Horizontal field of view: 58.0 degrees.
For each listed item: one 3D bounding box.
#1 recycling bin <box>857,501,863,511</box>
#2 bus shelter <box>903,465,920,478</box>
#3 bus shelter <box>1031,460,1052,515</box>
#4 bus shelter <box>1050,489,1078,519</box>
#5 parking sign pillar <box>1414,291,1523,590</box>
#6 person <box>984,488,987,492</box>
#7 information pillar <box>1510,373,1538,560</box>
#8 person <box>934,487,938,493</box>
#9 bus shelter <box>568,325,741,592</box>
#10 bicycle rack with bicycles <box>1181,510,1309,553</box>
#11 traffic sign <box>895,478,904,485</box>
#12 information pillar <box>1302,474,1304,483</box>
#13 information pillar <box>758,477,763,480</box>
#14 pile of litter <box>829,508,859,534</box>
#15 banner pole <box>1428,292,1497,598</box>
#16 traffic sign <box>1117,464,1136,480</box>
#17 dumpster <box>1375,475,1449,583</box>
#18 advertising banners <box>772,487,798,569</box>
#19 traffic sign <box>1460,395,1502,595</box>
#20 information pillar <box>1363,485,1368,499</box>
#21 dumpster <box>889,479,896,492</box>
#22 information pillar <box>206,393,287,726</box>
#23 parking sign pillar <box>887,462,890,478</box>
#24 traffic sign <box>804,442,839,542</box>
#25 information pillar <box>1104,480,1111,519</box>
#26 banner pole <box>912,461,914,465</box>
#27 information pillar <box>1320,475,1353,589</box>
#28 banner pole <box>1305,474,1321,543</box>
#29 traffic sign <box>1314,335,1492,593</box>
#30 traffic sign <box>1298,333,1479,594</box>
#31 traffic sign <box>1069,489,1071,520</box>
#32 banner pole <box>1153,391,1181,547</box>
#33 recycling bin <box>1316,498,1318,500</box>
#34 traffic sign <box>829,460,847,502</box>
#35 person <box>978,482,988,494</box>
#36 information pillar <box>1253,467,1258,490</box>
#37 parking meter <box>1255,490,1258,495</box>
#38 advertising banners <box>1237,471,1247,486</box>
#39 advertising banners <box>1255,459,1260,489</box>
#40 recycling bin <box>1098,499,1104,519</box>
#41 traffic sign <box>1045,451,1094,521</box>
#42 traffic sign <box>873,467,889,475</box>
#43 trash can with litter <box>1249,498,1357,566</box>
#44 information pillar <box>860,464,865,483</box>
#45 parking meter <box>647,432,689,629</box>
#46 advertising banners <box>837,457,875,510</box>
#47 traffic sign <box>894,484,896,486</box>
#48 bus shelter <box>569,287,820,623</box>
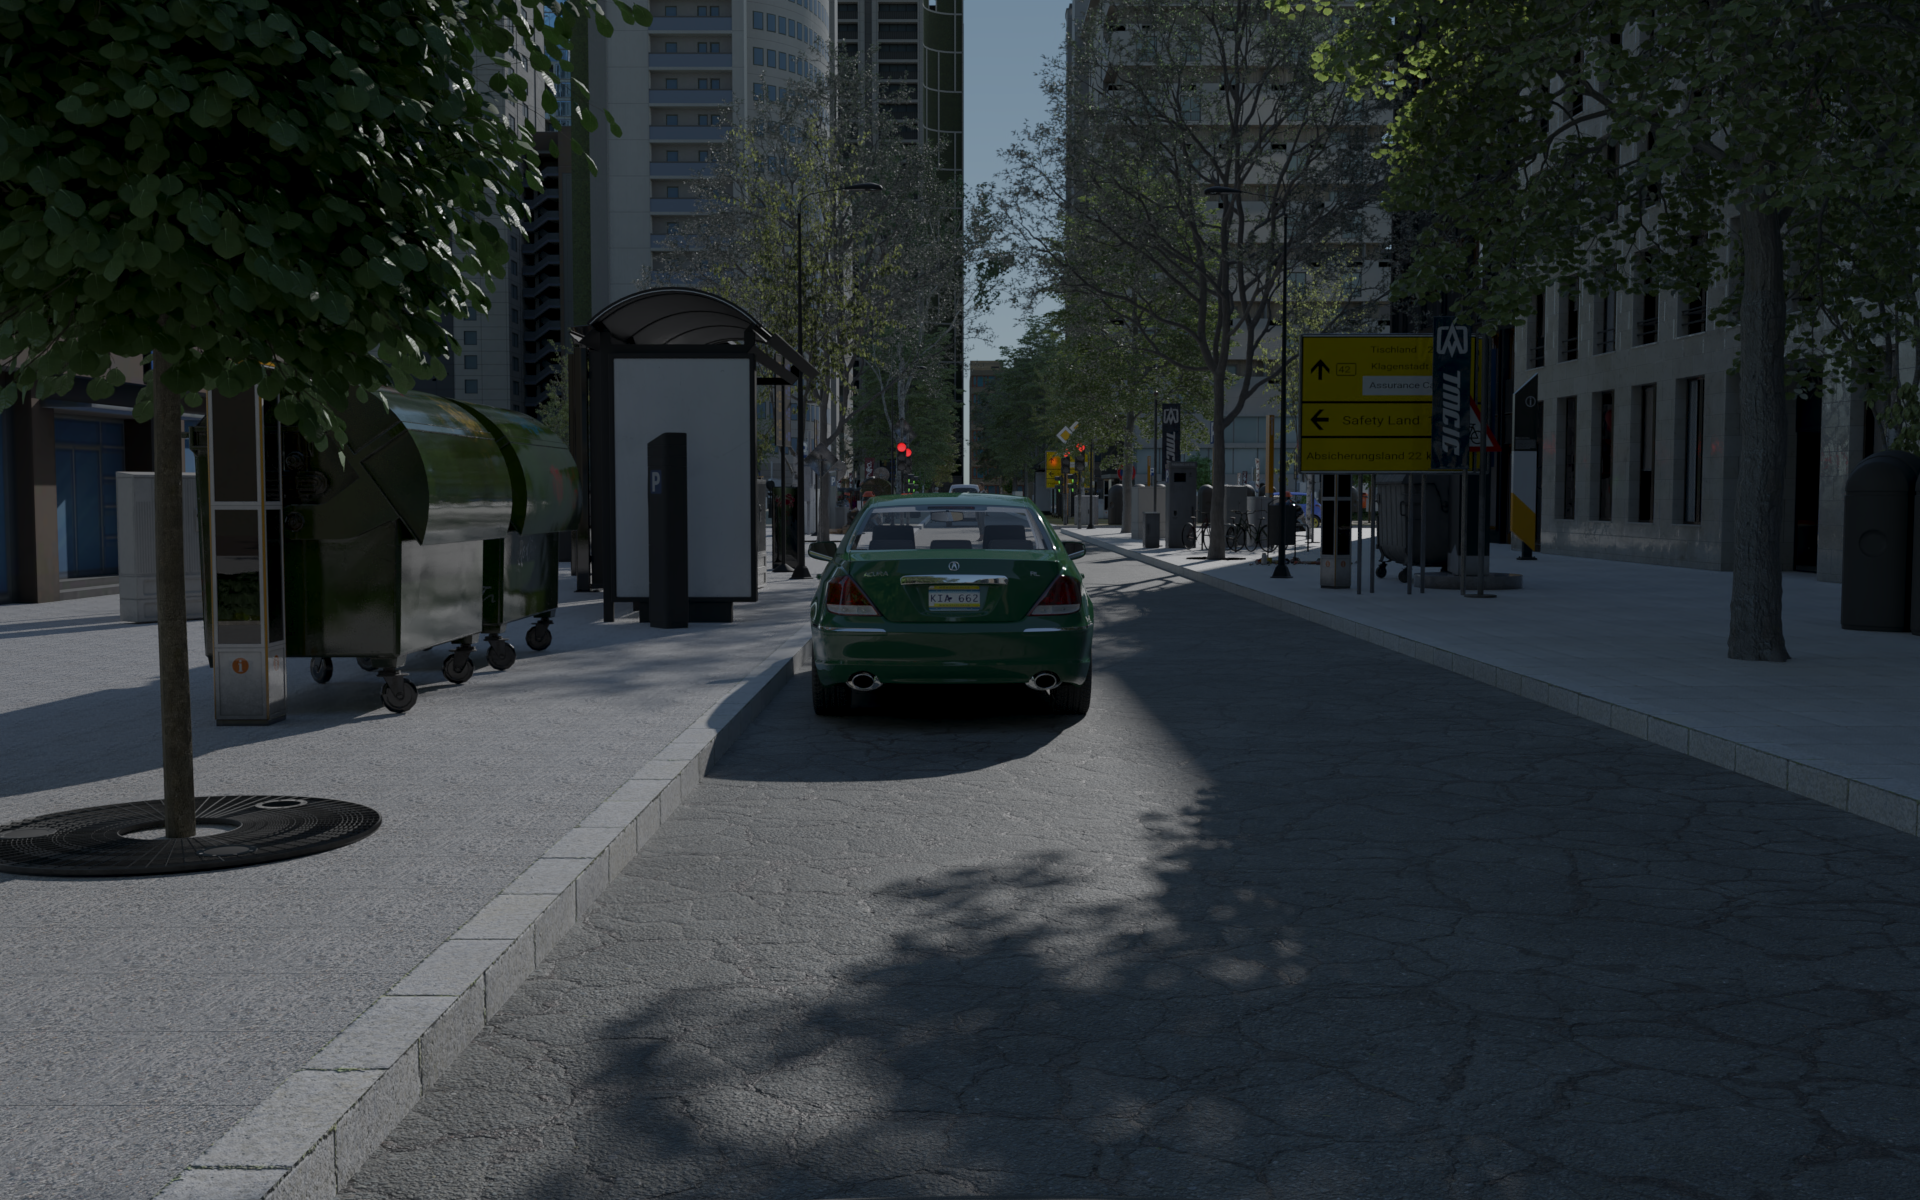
[{"bbox_3d":[-3.325,-3.140,63.886,0.722,1.027,0.722,-2,4,-29],"label":"recycling bin"},{"bbox_3d":[-4.023,-8.901,136.814,1.731,3.624,6.357,0,4,0],"label":"bus shelter"},{"bbox_3d":[5.295,-6.628,102.296,2.014,3.302,5.546,0,4,0],"label":"bus shelter"},{"bbox_3d":[5.887,-7.156,94.628,2.179,5.291,8.768,0,3,0],"label":"bus shelter"},{"bbox_3d":[6.993,-2.157,23.738,1.447,3.967,1.447,1,4,10],"label":"parking sign pillar"},{"bbox_3d":[1.732,-6.307,111.811,0.583,1.804,0.606,0,4,7],"label":"person"},{"bbox_3d":[10.936,-2.580,33.539,0.504,3.616,0.183,-1,4,-8],"label":"information pillar"},{"bbox_3d":[-1.110,-4.715,86.081,0.782,1.767,0.515,-1,4,-9],"label":"person"},{"bbox_3d":[-4.276,-2.103,25.660,1.731,3.624,6.357,0,4,0],"label":"bus shelter"},{"bbox_3d":[6.567,-1.562,38.915,2.852,0.926,2.925,-1,4,-15],"label":"bicycle rack with bicycles"},{"bbox_3d":[-4.330,-7.554,123.609,0.768,2.556,0.104,0,4,6],"label":"traffic sign"},{"bbox_3d":[26.864,-8.825,135.636,0.183,3.616,0.504,0,4,-4],"label":"information pillar"},{"bbox_3d":[-8.412,-4.164,72.576,0.304,2.012,0.304,0,4,5],"label":"information pillar"},{"bbox_3d":[-3.640,-2.541,55.514,1.176,0.858,1.719,0,4,-7],"label":"pile of litter"},{"bbox_3d":[6.246,-1.923,21.466,0.863,3.779,0.401,1,4,9],"label":"banner pole"},{"bbox_3d":[6.858,-4.359,71.375,0.768,2.556,0.104,0,4,3],"label":"traffic sign"},{"bbox_3d":[6.923,-1.215,25.616,1.264,1.857,1.865,0,4,0],"label":"dumpster"},{"bbox_3d":[-3.709,-2.037,29.500,2.074,3.025,0.090,-1,4,-11],"label":"advertising banners"},{"bbox_3d":[6.380,-1.339,21.893,0.884,2.594,0.081,0,4,2],"label":"traffic sign"},{"bbox_3d":[30.399,-8.484,130.069,0.504,3.616,0.183,0,4,-5],"label":"information pillar"},{"bbox_3d":[-4.800,-6.838,114.297,1.502,2.255,1.985,0,4,0],"label":"dumpster"},{"bbox_3d":[-3.972,-0.316,9.651,0.304,2.012,0.304,0,4,-2],"label":"information pillar"},{"bbox_3d":[-5.990,-9.090,137.093,1.447,3.967,1.447,0,4,-7],"label":"parking sign pillar"},{"bbox_3d":[-3.092,-2.283,38.516,0.795,2.450,0.064,0,4,5],"label":"traffic sign"},{"bbox_3d":[7.522,-5.132,88.395,0.304,2.012,0.304,2,4,25],"label":"information pillar"},{"bbox_3d":[-3.488,-8.466,128.432,0.401,3.779,0.863,1,4,17],"label":"banner pole"},{"bbox_3d":[5.110,-1.163,23.507,0.304,2.012,0.304,-2,4,-31],"label":"information pillar"},{"bbox_3d":[9.468,-3.381,45.293,0.863,3.779,0.401,0,4,-4],"label":"banner pole"},{"bbox_3d":[5.668,-1.741,22.343,2.265,3.308,0.079,0,4,3],"label":"traffic sign"},{"bbox_3d":[5.425,-1.722,22.033,2.265,3.308,0.079,0,4,0],"label":"traffic sign"},{"bbox_3d":[5.529,-5.323,87.039,0.884,2.594,0.081,0,4,6],"label":"traffic sign"},{"bbox_3d":[4.969,-3.185,42.093,0.863,3.779,0.401,2,4,23],"label":"banner pole"},{"bbox_3d":[22.674,-6.049,111.454,0.722,1.027,0.722,2,4,26],"label":"recycling bin"},{"bbox_3d":[-4.526,-3.862,63.251,0.768,2.556,0.104,0,4,5],"label":"traffic sign"},{"bbox_3d":[0.579,-2.684,52.664,0.520,1.790,0.573,3,4,37],"label":"person"},{"bbox_3d":[23.270,-8.855,136.133,0.504,3.616,0.183,-2,4,-35],"label":"information pillar"},{"bbox_3d":[19.314,-6.369,112.552,0.372,1.533,0.369,0,3,0],"label":"parking meter"},{"bbox_3d":[21.220,-8.338,132.516,0.090,3.025,2.074,-3,4,-37],"label":"advertising banners"},{"bbox_3d":[15.155,-5.522,86.472,0.090,3.025,2.074,2,4,35],"label":"advertising banners"},{"bbox_3d":[7.313,-4.712,89.599,0.722,1.027,0.722,2,4,31],"label":"recycling bin"},{"bbox_3d":[5.139,-5.339,81.166,2.265,3.308,0.079,0,4,2],"label":"traffic sign"},{"bbox_3d":[-3.702,-4.969,81.354,0.768,2.556,0.104,0,4,6],"label":"traffic sign"},{"bbox_3d":[6.292,-1.260,31.657,2.233,1.210,1.678,0,4,-1],"label":"trash can with litter"},{"bbox_3d":[-6.826,-8.028,122.615,0.504,3.616,0.183,2,4,29],"label":"information pillar"},{"bbox_3d":[-2.805,-0.667,16.620,0.255,1.863,0.399,-3,4,-37],"label":"parking meter"},{"bbox_3d":[-5.057,-5.300,82.839,2.074,3.025,0.090,1,4,13],"label":"advertising banners"},{"bbox_3d":[-4.672,-8.044,131.631,0.768,2.556,0.104,0,4,3],"label":"traffic sign"},{"bbox_3d":[-2.814,-1.578,19.720,2.014,3.302,5.546,0,4,0],"label":"bus shelter"}]
